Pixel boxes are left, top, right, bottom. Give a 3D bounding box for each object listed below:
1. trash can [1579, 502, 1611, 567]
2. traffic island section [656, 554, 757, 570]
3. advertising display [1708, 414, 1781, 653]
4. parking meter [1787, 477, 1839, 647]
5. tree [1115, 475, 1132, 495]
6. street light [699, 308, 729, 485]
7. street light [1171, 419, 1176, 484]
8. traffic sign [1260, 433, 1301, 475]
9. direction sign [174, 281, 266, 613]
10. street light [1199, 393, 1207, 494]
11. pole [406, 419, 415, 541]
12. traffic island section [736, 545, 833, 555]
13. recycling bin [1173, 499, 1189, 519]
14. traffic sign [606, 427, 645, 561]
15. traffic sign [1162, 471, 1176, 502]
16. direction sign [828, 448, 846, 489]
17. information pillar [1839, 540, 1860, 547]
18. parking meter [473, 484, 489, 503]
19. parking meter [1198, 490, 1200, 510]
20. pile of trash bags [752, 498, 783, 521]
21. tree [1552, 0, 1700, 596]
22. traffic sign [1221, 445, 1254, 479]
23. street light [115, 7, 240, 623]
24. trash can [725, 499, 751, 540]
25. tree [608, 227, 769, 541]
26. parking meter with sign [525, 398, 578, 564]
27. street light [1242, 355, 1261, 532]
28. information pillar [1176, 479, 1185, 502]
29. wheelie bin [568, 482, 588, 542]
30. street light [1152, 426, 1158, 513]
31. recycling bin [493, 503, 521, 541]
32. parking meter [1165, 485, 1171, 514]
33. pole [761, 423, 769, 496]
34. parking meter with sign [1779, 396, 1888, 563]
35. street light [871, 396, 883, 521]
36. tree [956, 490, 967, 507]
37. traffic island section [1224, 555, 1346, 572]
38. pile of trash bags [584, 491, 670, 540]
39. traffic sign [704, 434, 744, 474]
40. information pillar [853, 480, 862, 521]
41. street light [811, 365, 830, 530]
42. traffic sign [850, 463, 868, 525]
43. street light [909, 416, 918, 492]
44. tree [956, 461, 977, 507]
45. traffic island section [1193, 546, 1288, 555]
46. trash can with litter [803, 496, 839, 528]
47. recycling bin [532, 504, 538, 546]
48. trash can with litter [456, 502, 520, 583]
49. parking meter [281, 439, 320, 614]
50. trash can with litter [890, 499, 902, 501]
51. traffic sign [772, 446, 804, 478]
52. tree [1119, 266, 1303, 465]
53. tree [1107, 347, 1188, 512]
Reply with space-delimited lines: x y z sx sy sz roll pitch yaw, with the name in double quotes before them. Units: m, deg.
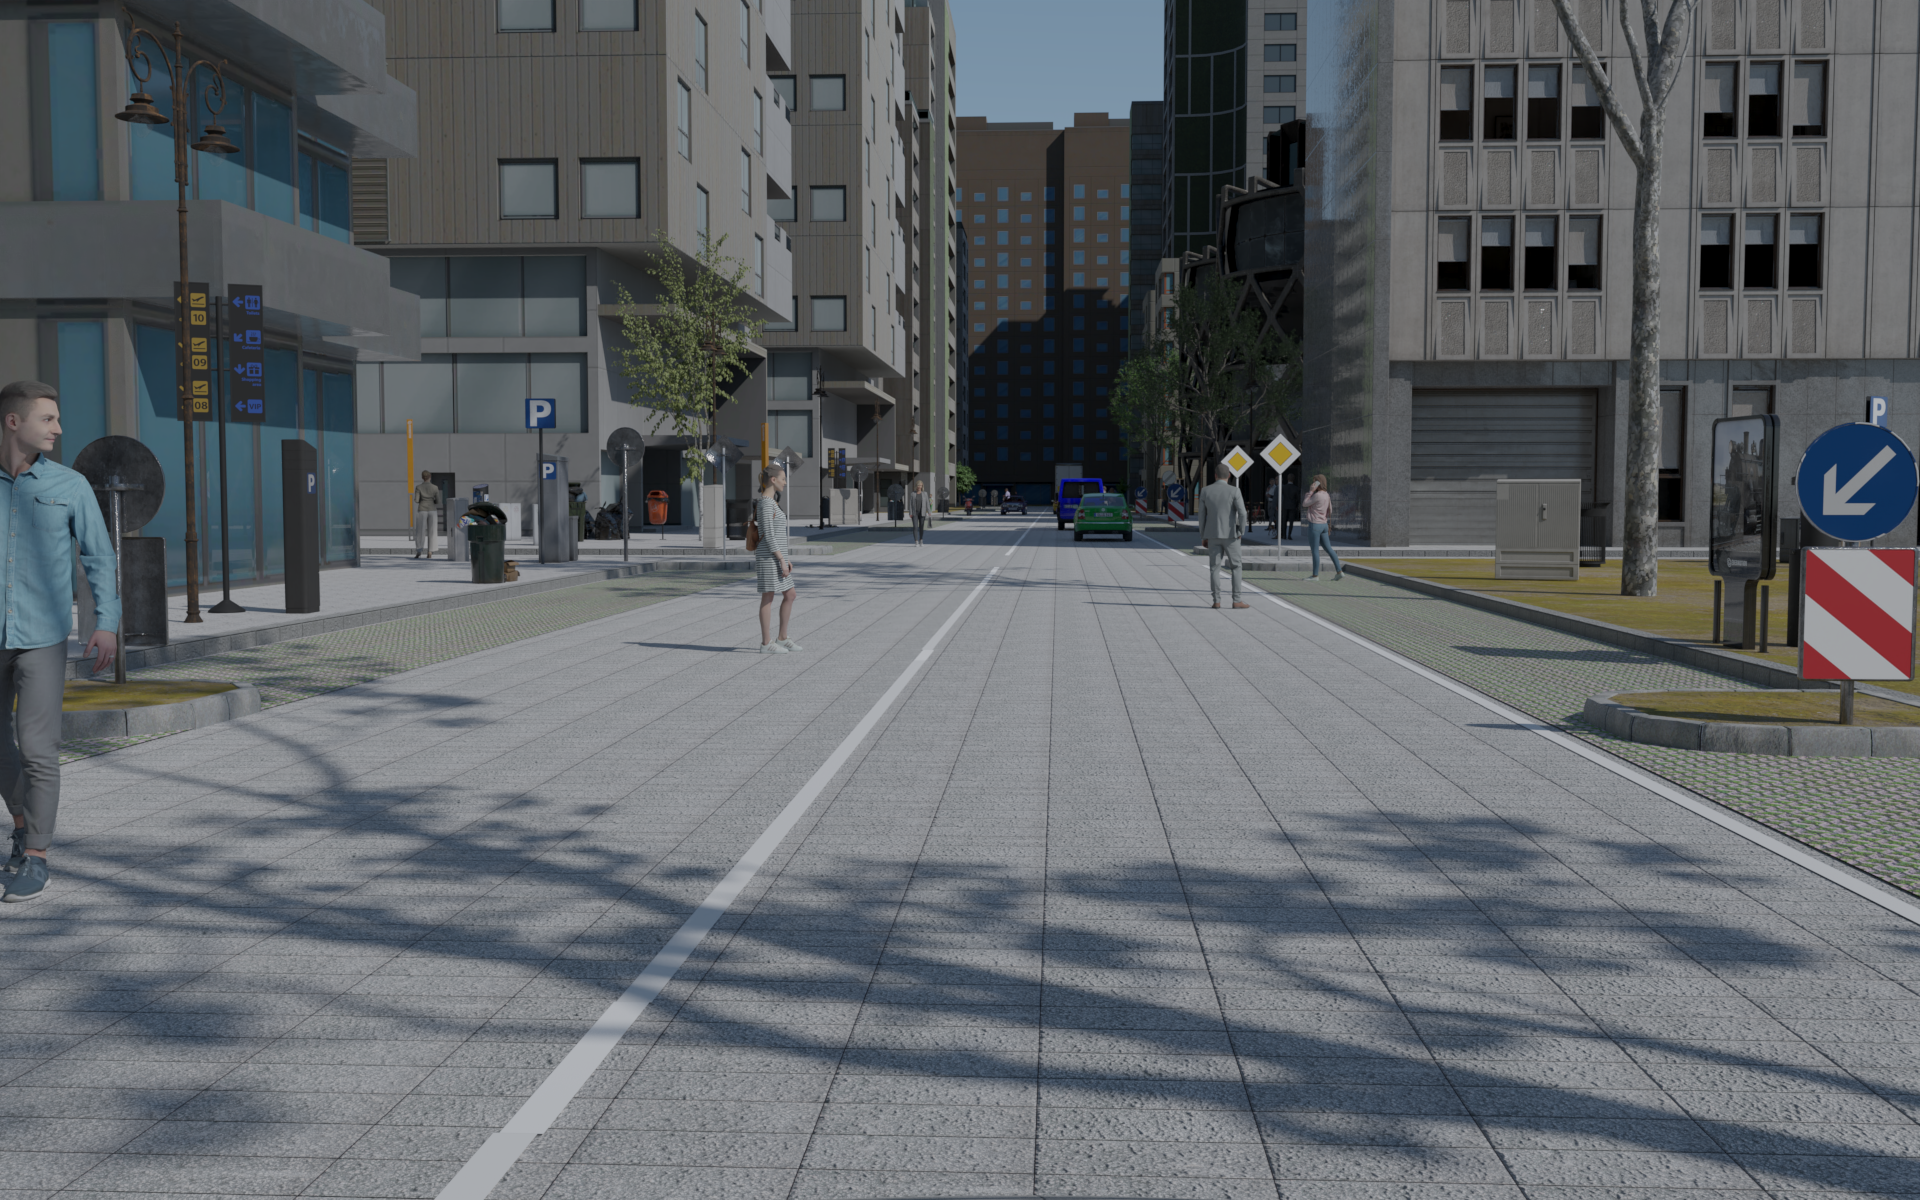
"trash can" 11.055 -1.152 30.494 0.748 1.137 0.748 0 3 0
"traffic island section" -4.646 -0.712 33.914 2.009 0.180 2.903 0 4 3
"advertising display" 6.493 -0.561 14.380 0.123 1.923 0.974 0 4 -1
"parking meter" 7.164 -0.374 14.534 0.372 1.533 0.369 0 3 0
"tree" 16.368 -11.043 175.146 1.663 3.219 1.824 0 3 0
"street light" -6.143 -4.314 43.318 0.468 5.910 1.993 0 4 3
"street light" 11.837 -7.524 95.799 0.468 5.910 1.993 0 4 3
"traffic sign" 6.153 -1.897 33.212 0.795 2.593 0.064 0 4 3
"direction sign" -7.955 -1.632 18.684 0.876 3.537 0.379 -2 4 -24
"street light" 10.709 -6.362 76.802 0.468 5.910 1.993 0 4 3
"pole" -14.988 -3.266 47.248 0.158 3.312 0.155 0 3 0
"traffic island section" -4.191 -1.199 41.886 2.009 0.180 2.903 0 4 3
"recycling bin" 11.563 -4.781 90.728 0.722 1.027 0.722 0 4 -5
"traffic sign" -6.369 -2.009 32.946 0.768 2.556 0.104 1 4 11
"traffic sign" 11.326 -5.731 93.814 0.768 2.556 0.104 1 4 9
"direction sign" -6.056 -5.698 85.166 0.876 3.537 0.379 -1 4 -11
"information pillar" 15.311 -1.550 29.835 0.304 2.012 0.304 0 4 7
"parking meter" -11.700 -2.074 42.314 0.372 1.533 0.369 0 3 0
"parking meter" 13.720 -5.494 98.245 0.372 1.533 0.369 0 3 0
"pile of trash bags" -9.793 -4.472 82.862 1.912 1.369 3.447 1 4 19
"tree" 7.434 -10.173 22.223 12.611 20.169 13.585 0 3 0
"traffic sign" 6.608 -2.385 41.184 0.795 2.593 0.064 0 4 3
"street light" -7.652 -2.711 17.112 0.468 5.910 1.993 0 4 3
"trash can" -6.179 -2.226 48.041 0.748 1.137 0.748 0 3 0
"tree" -7.285 -5.911 47.006 4.737 8.622 4.395 0 3 0
"parking meter with sign" -7.597 -2.213 32.440 0.543 3.016 1.738 0 4 3
"street light" 9.712 -5.199 57.798 0.468 5.910 1.993 0 4 3
"information pillar" 10.501 -4.777 82.588 0.304 2.012 0.304 -2 4 -29
"wheelie bin" -10.441 -2.365 46.568 0.693 1.594 0.980 3 5 44
"street light" 12.961 -8.710 115.200 0.468 5.910 1.993 0 4 3
"recycling bin" -12.580 -2.147 47.659 0.722 1.027 0.722 3 4 38
"parking meter" 13.301 -6.426 110.771 0.255 1.863 0.399 -3 5 -41
"pole" -5.604 -3.423 49.801 0.158 3.312 0.155 0 3 0
"parking meter with sign" 15.907 -2.166 31.670 0.543 3.016 1.738 -2 4 -33
"street light" -3.908 -6.680 82.013 0.468 5.910 1.993 0 4 3
"tree" 0.179 -11.016 174.715 1.663 3.219 1.824 0 3 0
"traffic island section" 6.177 -0.674 33.294 2.009 0.180 2.903 0 4 3
"pile of trash bags" -9.739 -2.389 48.820 3.447 1.369 1.912 1 4 20
"traffic sign" -4.623 -1.936 33.845 0.795 2.593 0.064 0 4 3
"information pillar" -4.851 -4.741 82.001 0.304 2.012 0.304 2 4 27
"street light" -5.006 -5.476 62.314 0.468 5.910 1.993 0 4 3
"traffic sign" -4.179 -4.377 71.677 0.768 2.556 0.104 0 4 5
"street light" -2.726 -7.845 101.052 0.468 5.910 1.993 0 4 3
"tree" 0.005 -11.404 170.171 4.285 4.588 4.351 0 3 0
"traffic island section" 6.632 -1.161 41.266 2.009 0.180 2.903 0 4 3
"trash can with litter" -5.416 -3.368 66.128 1.678 1.210 2.233 2 4 26
"recycling bin" -10.335 -1.887 43.409 0.722 1.027 0.722 -1 4 -14
"trash can with litter" -6.811 -0.840 25.124 0.624 1.170 1.055 0 4 7
"parking meter" -7.112 -0.794 18.695 0.255 1.863 0.399 0 4 2
"trash can with litter" -3.222 -4.699 88.216 0.624 1.170 1.055 1 4 9
"traffic sign" -4.167 -2.424 41.818 0.795 2.593 0.064 0 4 3
"tree" 10.684 -8.300 70.121 8.767 10.594 7.601 0 4 5
"tree" 13.845 -11.951 121.148 9.928 11.665 9.643 0 3 0
